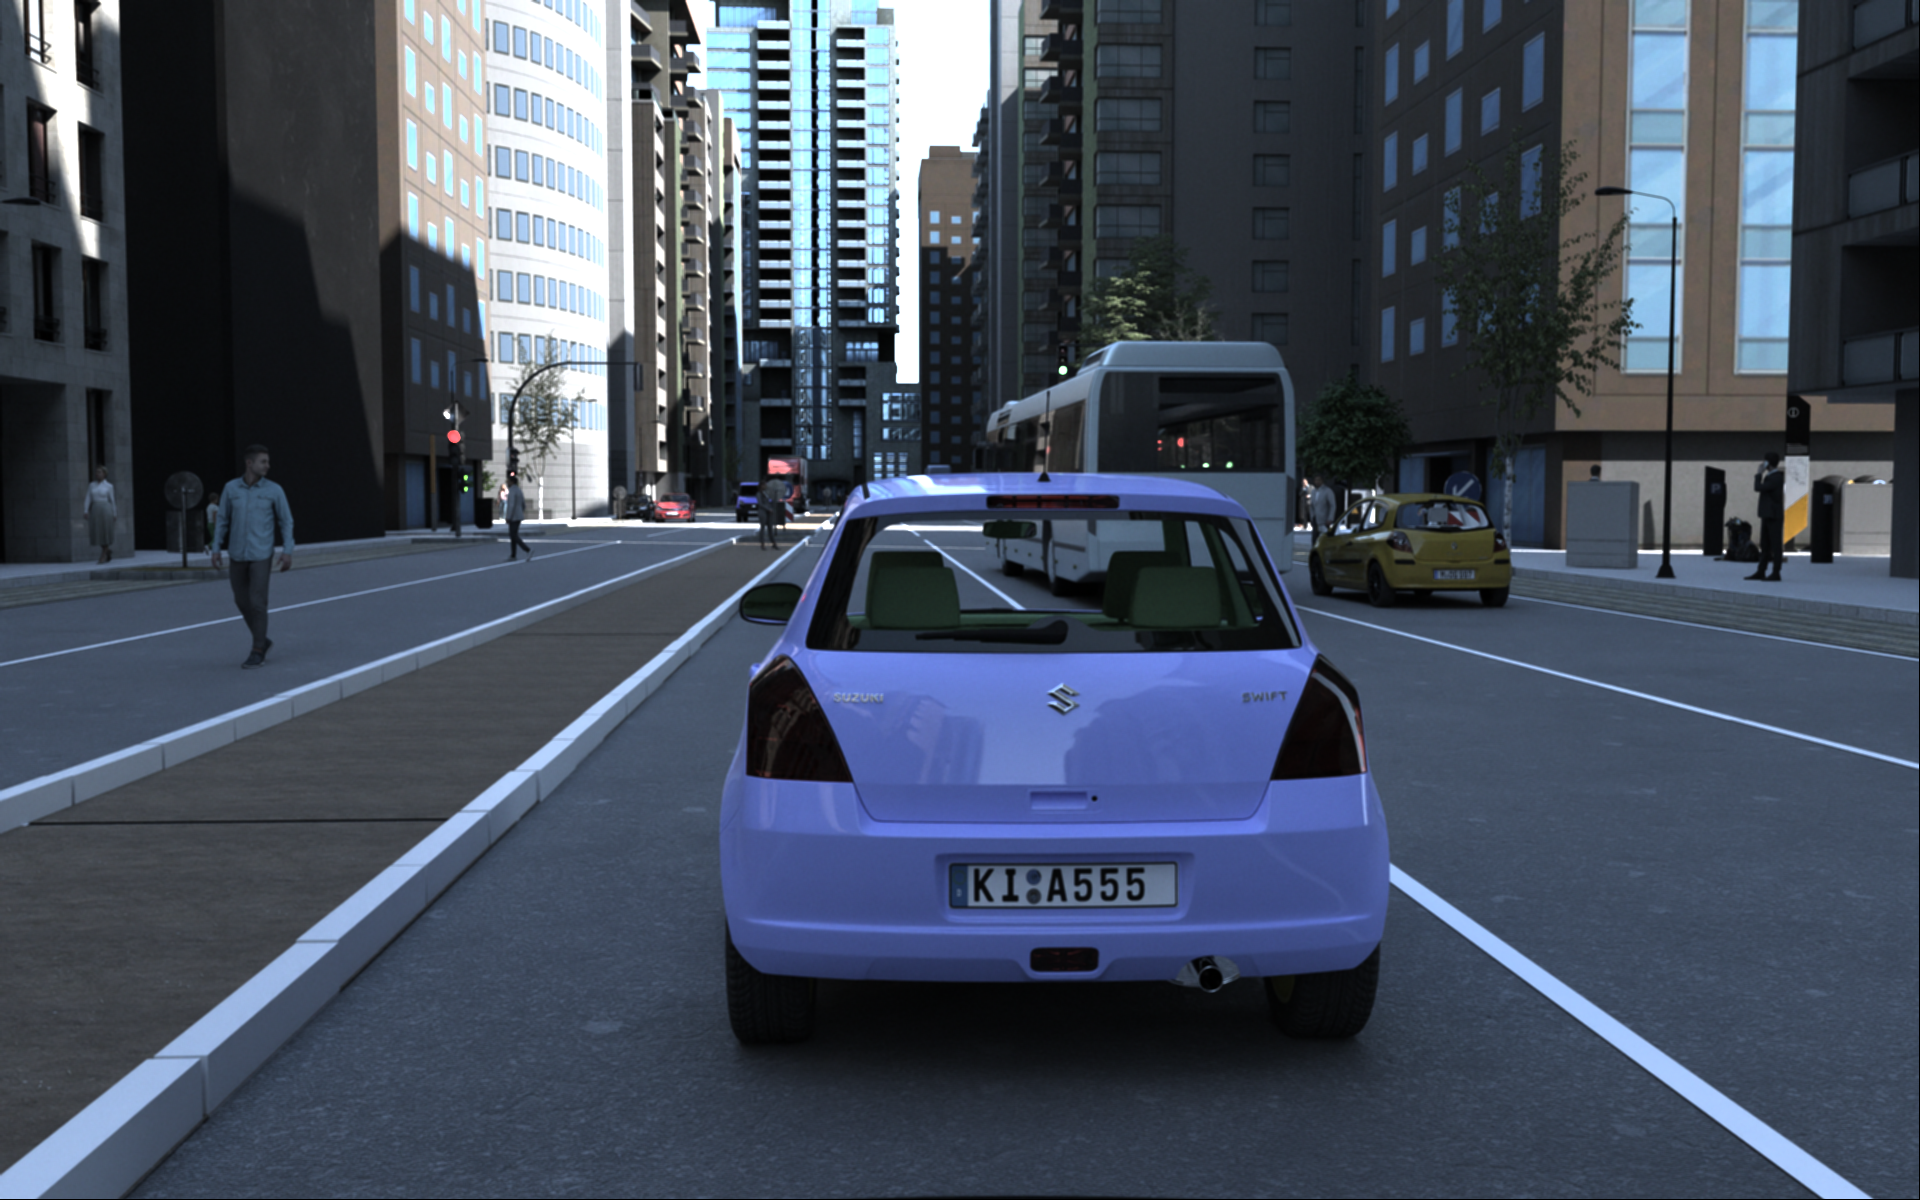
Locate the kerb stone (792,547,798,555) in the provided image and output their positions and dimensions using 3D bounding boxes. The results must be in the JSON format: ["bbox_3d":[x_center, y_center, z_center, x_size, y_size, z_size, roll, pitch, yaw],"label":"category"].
[{"bbox_3d":[-3.813,-1.041,39.222,0.120,0.150,1.000,0,4,-3],"label":"kerb stone"}]

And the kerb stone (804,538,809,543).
[{"bbox_3d":[-4.288,-1.542,47.418,0.120,0.150,1.000,0,4,-3],"label":"kerb stone"}]

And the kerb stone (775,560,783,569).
[{"bbox_3d":[-3.403,-0.604,32.072,0.120,0.150,1.000,0,4,-3],"label":"kerb stone"}]

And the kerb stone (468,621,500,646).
[{"bbox_3d":[-4.611,0.342,16.627,0.120,0.150,1.000,0,4,-3],"label":"kerb stone"}]

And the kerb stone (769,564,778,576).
[{"bbox_3d":[-3.279,-0.478,30.031,0.120,0.150,1.000,0,4,-3],"label":"kerb stone"}]

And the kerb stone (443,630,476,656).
[{"bbox_3d":[-4.554,0.406,15.607,0.120,0.150,1.000,0,4,-3],"label":"kerb stone"}]

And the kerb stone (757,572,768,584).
[{"bbox_3d":[-3.112,-0.292,26.970,0.120,0.150,1.000,0,4,-3],"label":"kerb stone"}]

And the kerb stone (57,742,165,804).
[{"bbox_3d":[-4.149,0.850,8.439,0.120,0.150,1.000,0,4,-3],"label":"kerb stone"}]

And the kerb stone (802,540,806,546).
[{"bbox_3d":[-4.167,-1.416,45.373,0.120,0.150,1.000,0,4,-3],"label":"kerb stone"}]

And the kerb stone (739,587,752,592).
[{"bbox_3d":[-2.875,-0.041,22.872,0.120,0.150,1.000,0,4,-3],"label":"kerb stone"}]

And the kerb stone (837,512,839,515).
[{"bbox_3d":[-7.790,-5.270,108.361,0.120,0.150,1.000,0,4,-3],"label":"kerb stone"}]

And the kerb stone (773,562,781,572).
[{"bbox_3d":[-3.341,-0.540,31.052,0.120,0.150,1.000,0,4,-3],"label":"kerb stone"}]

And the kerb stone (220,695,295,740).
[{"bbox_3d":[-4.268,0.723,10.486,0.120,0.150,1.000,0,4,-3],"label":"kerb stone"}]

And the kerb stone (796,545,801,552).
[{"bbox_3d":[-3.936,-1.165,41.268,0.120,0.150,1.000,0,4,-3],"label":"kerb stone"}]

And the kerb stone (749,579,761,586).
[{"bbox_3d":[-2.988,-0.167,24.919,0.120,0.150,1.000,0,4,-3],"label":"kerb stone"}]

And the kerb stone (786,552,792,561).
[{"bbox_3d":[-3.638,-0.854,36.161,0.120,0.150,1.000,0,4,-3],"label":"kerb stone"}]

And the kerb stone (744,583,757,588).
[{"bbox_3d":[-2.931,-0.102,23.898,0.120,0.150,1.000,0,4,-3],"label":"kerb stone"}]

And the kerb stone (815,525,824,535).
[{"bbox_3d":[-5.316,-2.635,65.376,0.120,0.150,1.000,0,4,-3],"label":"kerb stone"}]

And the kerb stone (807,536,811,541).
[{"bbox_3d":[-4.403,-1.666,49.471,0.120,0.150,1.000,0,4,-3],"label":"kerb stone"}]

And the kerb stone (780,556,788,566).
[{"bbox_3d":[-3.521,-0.729,34.118,0.120,0.150,1.000,0,4,-3],"label":"kerb stone"}]

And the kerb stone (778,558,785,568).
[{"bbox_3d":[-3.466,-0.667,33.093,0.120,0.150,1.000,0,4,-3],"label":"kerb stone"}]

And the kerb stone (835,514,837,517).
[{"bbox_3d":[-7.262,-4.703,99.152,0.120,0.150,1.000,0,4,-3],"label":"kerb stone"}]

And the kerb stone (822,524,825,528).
[{"bbox_3d":[-5.438,-2.767,67.438,0.120,0.150,1.000,0,4,-3],"label":"kerb stone"}]

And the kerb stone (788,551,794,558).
[{"bbox_3d":[-3.688,-0.917,37.182,0.120,0.150,1.000,0,4,-3],"label":"kerb stone"}]

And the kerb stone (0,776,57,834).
[{"bbox_3d":[-4.088,0.907,7.408,0.120,0.150,1.000,0,4,-3],"label":"kerb stone"}]

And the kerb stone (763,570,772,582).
[{"bbox_3d":[-3.162,-0.354,27.991,0.120,0.150,1.000,0,4,-3],"label":"kerb stone"}]

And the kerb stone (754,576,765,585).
[{"bbox_3d":[-3.055,-0.226,25.946,0.120,0.150,1.000,0,4,-3],"label":"kerb stone"}]

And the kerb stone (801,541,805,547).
[{"bbox_3d":[-4.102,-1.351,44.343,0.120,0.150,1.000,0,4,-3],"label":"kerb stone"}]

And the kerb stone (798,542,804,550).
[{"bbox_3d":[-4.046,-1.290,43.317,0.120,0.150,1.000,0,4,-3],"label":"kerb stone"}]

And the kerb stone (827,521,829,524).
[{"bbox_3d":[-5.897,-3.268,75.630,0.120,0.150,1.000,0,4,-3],"label":"kerb stone"}]

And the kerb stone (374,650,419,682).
[{"bbox_3d":[-4.444,0.528,13.560,0.120,0.150,1.000,0,4,-3],"label":"kerb stone"}]

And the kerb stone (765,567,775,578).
[{"bbox_3d":[-3.226,-0.417,29.011,0.120,0.150,1.000,0,4,-3],"label":"kerb stone"}]

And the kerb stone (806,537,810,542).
[{"bbox_3d":[-4.342,-1.605,48.438,0.120,0.150,1.000,0,4,-3],"label":"kerb stone"}]

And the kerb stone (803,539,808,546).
[{"bbox_3d":[-4.224,-1.480,46.397,0.120,0.150,1.000,0,4,-3],"label":"kerb stone"}]

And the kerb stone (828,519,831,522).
[{"bbox_3d":[-6.142,-3.518,79.722,0.120,0.150,1.000,0,4,-3],"label":"kerb stone"}]

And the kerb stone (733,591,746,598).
[{"bbox_3d":[-2.813,0.024,21.843,0.120,0.150,1.000,0,4,-3],"label":"kerb stone"}]

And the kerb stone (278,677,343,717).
[{"bbox_3d":[-4.327,0.654,11.506,0.120,0.150,1.000,0,4,-3],"label":"kerb stone"}]

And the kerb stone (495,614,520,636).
[{"bbox_3d":[-4.674,0.283,17.648,0.120,0.150,1.000,0,4,-3],"label":"kerb stone"}]

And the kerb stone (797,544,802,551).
[{"bbox_3d":[-3.991,-1.227,42.288,0.120,0.150,1.000,0,4,-3],"label":"kerb stone"}]

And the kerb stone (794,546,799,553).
[{"bbox_3d":[-3.876,-1.104,40.247,0.120,0.150,1.000,0,4,-3],"label":"kerb stone"}]

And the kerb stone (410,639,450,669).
[{"bbox_3d":[-4.495,0.465,14.587,0.120,0.150,1.000,0,4,-3],"label":"kerb stone"}]

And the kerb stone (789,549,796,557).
[{"bbox_3d":[-3.760,-0.979,38.202,0.120,0.150,1.000,0,4,-3],"label":"kerb stone"}]

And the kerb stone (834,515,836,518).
[{"bbox_3d":[-7.018,-4.457,95.069,0.120,0.150,1.000,0,4,-3],"label":"kerb stone"}]

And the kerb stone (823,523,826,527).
[{"bbox_3d":[-5.553,-2.892,69.479,0.120,0.150,1.000,0,4,-3],"label":"kerb stone"}]

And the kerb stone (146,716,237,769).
[{"bbox_3d":[-4.204,0.784,9.460,0.120,0.150,1.000,0,4,-3],"label":"kerb stone"}]

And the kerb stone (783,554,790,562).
[{"bbox_3d":[-3.577,-0.792,35.141,0.120,0.150,1.000,0,4,-3],"label":"kerb stone"}]

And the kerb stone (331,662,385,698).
[{"bbox_3d":[-4.382,0.591,12.539,0.120,0.150,1.000,0,4,-3],"label":"kerb stone"}]
